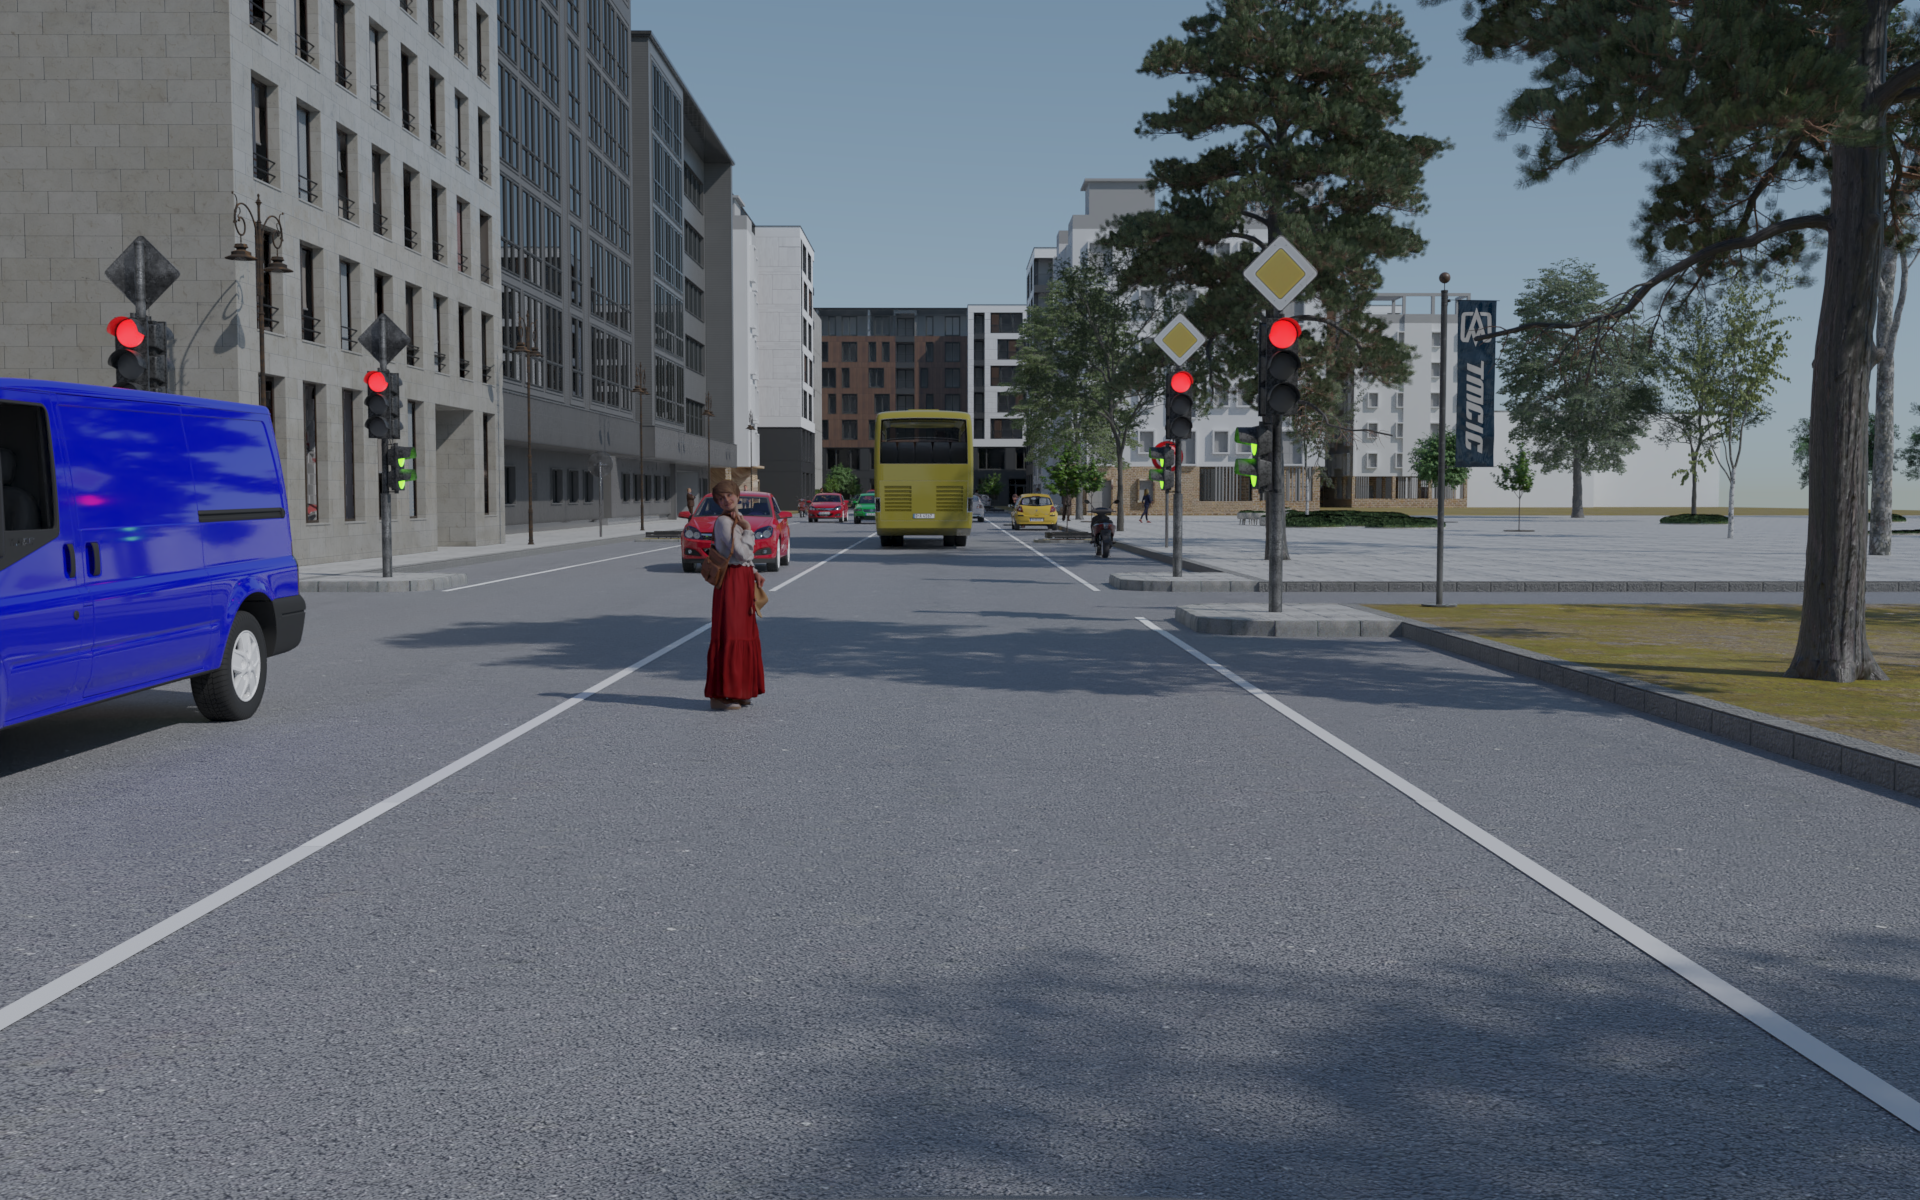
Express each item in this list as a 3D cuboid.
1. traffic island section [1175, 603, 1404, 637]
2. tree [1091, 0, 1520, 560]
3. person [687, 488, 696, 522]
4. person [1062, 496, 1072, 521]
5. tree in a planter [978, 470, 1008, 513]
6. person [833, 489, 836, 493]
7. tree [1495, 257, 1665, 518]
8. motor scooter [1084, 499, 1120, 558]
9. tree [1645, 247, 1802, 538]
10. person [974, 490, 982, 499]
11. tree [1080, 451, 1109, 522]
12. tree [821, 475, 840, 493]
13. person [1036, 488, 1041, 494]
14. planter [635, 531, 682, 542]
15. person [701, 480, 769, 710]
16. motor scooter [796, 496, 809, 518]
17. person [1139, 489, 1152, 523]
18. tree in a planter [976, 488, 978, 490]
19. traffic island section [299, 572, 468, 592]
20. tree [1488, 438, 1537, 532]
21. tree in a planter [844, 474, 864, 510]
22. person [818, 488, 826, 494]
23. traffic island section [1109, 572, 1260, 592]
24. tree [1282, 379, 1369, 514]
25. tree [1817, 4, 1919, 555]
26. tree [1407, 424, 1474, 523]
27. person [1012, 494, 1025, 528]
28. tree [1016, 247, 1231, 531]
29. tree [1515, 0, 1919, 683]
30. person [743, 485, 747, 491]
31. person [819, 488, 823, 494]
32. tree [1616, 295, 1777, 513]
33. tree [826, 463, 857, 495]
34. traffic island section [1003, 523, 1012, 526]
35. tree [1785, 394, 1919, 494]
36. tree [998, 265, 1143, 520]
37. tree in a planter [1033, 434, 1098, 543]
[{"bbox_3d":[3.451,0.211,18.837,2.009,0.180,2.903,0,4,0],"label":"traffic island section"},{"bbox_3d":[6.081,-6.814,33.464,6.751,12.117,7.091,0,3,0],"label":"tree"},{"bbox_3d":[-12.315,-4.344,79.331,0.388,1.546,0.482,0,4,6],"label":"person"},{"bbox_3d":[5.102,-4.608,82.069,0.565,1.739,0.600,0,4,1],"label":"person"},{"bbox_3d":[2.573,-8.037,128.633,1.991,3.239,1.994,0,4,0],"label":"tree in a planter"},{"bbox_3d":[-12.017,-9.631,164.296,0.721,1.735,1.217,1,4,13],"label":"person"},{"bbox_3d":[33.280,-11.387,92.833,9.857,13.997,8.962,0,3,0],"label":"tree"},{"bbox_3d":[3.251,-1.636,39.525,0.815,1.314,1.986,0,4,-1],"label":"motor scooter"},{"bbox_3d":[22.290,-6.103,50.145,4.737,8.622,4.395,0,3,0],"label":"tree"},{"bbox_3d":[1.459,-8.531,147.989,0.705,1.824,1.348,-2,4,-35],"label":"person"},{"bbox_3d":[6.036,-5.132,78.508,1.663,3.219,1.824,0,3,0],"label":"tree"},{"bbox_3d":[-12.855,-11.012,174.648,1.663,3.219,1.824,0,3,0],"label":"tree"},{"bbox_3d":[5.369,-7.007,121.388,0.721,1.735,1.217,-2,4,-31],"label":"person"},{"bbox_3d":[-8.724,-1.925,52.607,1.991,0.319,1.994,0,4,0],"label":"planter"},{"bbox_3d":[-1.508,-0.036,11.550,0.387,1.526,0.523,1,4,11],"label":"person"},{"bbox_3d":[-9.614,-5.687,105.766,0.815,1.314,1.986,0,4,1],"label":"motor scooter"},{"bbox_3d":[8.265,-4.196,77.188,0.480,1.512,0.613,3,5,43],"label":"person"},{"bbox_3d":[2.354,-9.706,155.912,1.991,3.239,1.994,0,4,0],"label":"tree in a planter"},{"bbox_3d":[-8.854,-0.272,26.729,2.009,0.180,2.903,0,4,0],"label":"traffic island section"},{"bbox_3d":[19.263,-3.961,59.367,1.663,3.219,1.824,0,3,0],"label":"tree"},{"bbox_3d":[-9.556,-9.697,155.771,1.991,3.239,1.994,0,4,0],"label":"tree in a planter"},{"bbox_3d":[-12.355,-9.181,155.787,1.348,1.869,0.705,-1,4,-15],"label":"person"},{"bbox_3d":[3.387,-0.278,26.821,2.009,0.180,2.903,0,4,0],"label":"traffic island section"},{"bbox_3d":[15.861,-7.793,77.775,4.360,8.622,3.978,0,3,0],"label":"tree"},{"bbox_3d":[17.952,-11.037,36.343,12.611,20.169,13.585,0,3,0],"label":"tree"},{"bbox_3d":[21.950,-5.793,78.426,4.285,4.588,4.351,0,3,0],"label":"tree"},{"bbox_3d":[2.552,-3.752,73.084,0.697,1.427,0.421,-1,4,-11],"label":"person"},{"bbox_3d":[5.740,-7.656,59.589,8.767,10.594,7.601,3,4,36],"label":"tree"},{"bbox_3d":[6.174,-5.490,11.819,6.751,12.117,7.091,0,3,0],"label":"tree"},{"bbox_3d":[-11.381,-5.246,92.339,0.617,1.759,0.750,-1,4,-22],"label":"person"},{"bbox_3d":[-11.864,-8.716,148.638,0.705,1.812,1.348,-1,4,-23],"label":"person"},{"bbox_3d":[33.797,-8.913,80.140,7.601,10.594,8.767,-1,4,-17],"label":"tree"},{"bbox_3d":[-12.298,-11.954,179.153,4.285,4.588,4.351,0,3,0],"label":"tree"},{"bbox_3d":[2.968,-3.407,78.568,1.991,0.108,1.994,0,4,0],"label":"traffic island section"},{"bbox_3d":[55.854,-7.940,92.729,20.602,7.101,11.467,0,4,3],"label":"tree"},{"bbox_3d":[5.586,-10.285,86.284,7.486,12.596,7.792,0,3,0],"label":"tree"},{"bbox_3d":[3.191,-3.313,51.390,1.991,3.239,1.994,0,4,0],"label":"tree in a planter"}]
